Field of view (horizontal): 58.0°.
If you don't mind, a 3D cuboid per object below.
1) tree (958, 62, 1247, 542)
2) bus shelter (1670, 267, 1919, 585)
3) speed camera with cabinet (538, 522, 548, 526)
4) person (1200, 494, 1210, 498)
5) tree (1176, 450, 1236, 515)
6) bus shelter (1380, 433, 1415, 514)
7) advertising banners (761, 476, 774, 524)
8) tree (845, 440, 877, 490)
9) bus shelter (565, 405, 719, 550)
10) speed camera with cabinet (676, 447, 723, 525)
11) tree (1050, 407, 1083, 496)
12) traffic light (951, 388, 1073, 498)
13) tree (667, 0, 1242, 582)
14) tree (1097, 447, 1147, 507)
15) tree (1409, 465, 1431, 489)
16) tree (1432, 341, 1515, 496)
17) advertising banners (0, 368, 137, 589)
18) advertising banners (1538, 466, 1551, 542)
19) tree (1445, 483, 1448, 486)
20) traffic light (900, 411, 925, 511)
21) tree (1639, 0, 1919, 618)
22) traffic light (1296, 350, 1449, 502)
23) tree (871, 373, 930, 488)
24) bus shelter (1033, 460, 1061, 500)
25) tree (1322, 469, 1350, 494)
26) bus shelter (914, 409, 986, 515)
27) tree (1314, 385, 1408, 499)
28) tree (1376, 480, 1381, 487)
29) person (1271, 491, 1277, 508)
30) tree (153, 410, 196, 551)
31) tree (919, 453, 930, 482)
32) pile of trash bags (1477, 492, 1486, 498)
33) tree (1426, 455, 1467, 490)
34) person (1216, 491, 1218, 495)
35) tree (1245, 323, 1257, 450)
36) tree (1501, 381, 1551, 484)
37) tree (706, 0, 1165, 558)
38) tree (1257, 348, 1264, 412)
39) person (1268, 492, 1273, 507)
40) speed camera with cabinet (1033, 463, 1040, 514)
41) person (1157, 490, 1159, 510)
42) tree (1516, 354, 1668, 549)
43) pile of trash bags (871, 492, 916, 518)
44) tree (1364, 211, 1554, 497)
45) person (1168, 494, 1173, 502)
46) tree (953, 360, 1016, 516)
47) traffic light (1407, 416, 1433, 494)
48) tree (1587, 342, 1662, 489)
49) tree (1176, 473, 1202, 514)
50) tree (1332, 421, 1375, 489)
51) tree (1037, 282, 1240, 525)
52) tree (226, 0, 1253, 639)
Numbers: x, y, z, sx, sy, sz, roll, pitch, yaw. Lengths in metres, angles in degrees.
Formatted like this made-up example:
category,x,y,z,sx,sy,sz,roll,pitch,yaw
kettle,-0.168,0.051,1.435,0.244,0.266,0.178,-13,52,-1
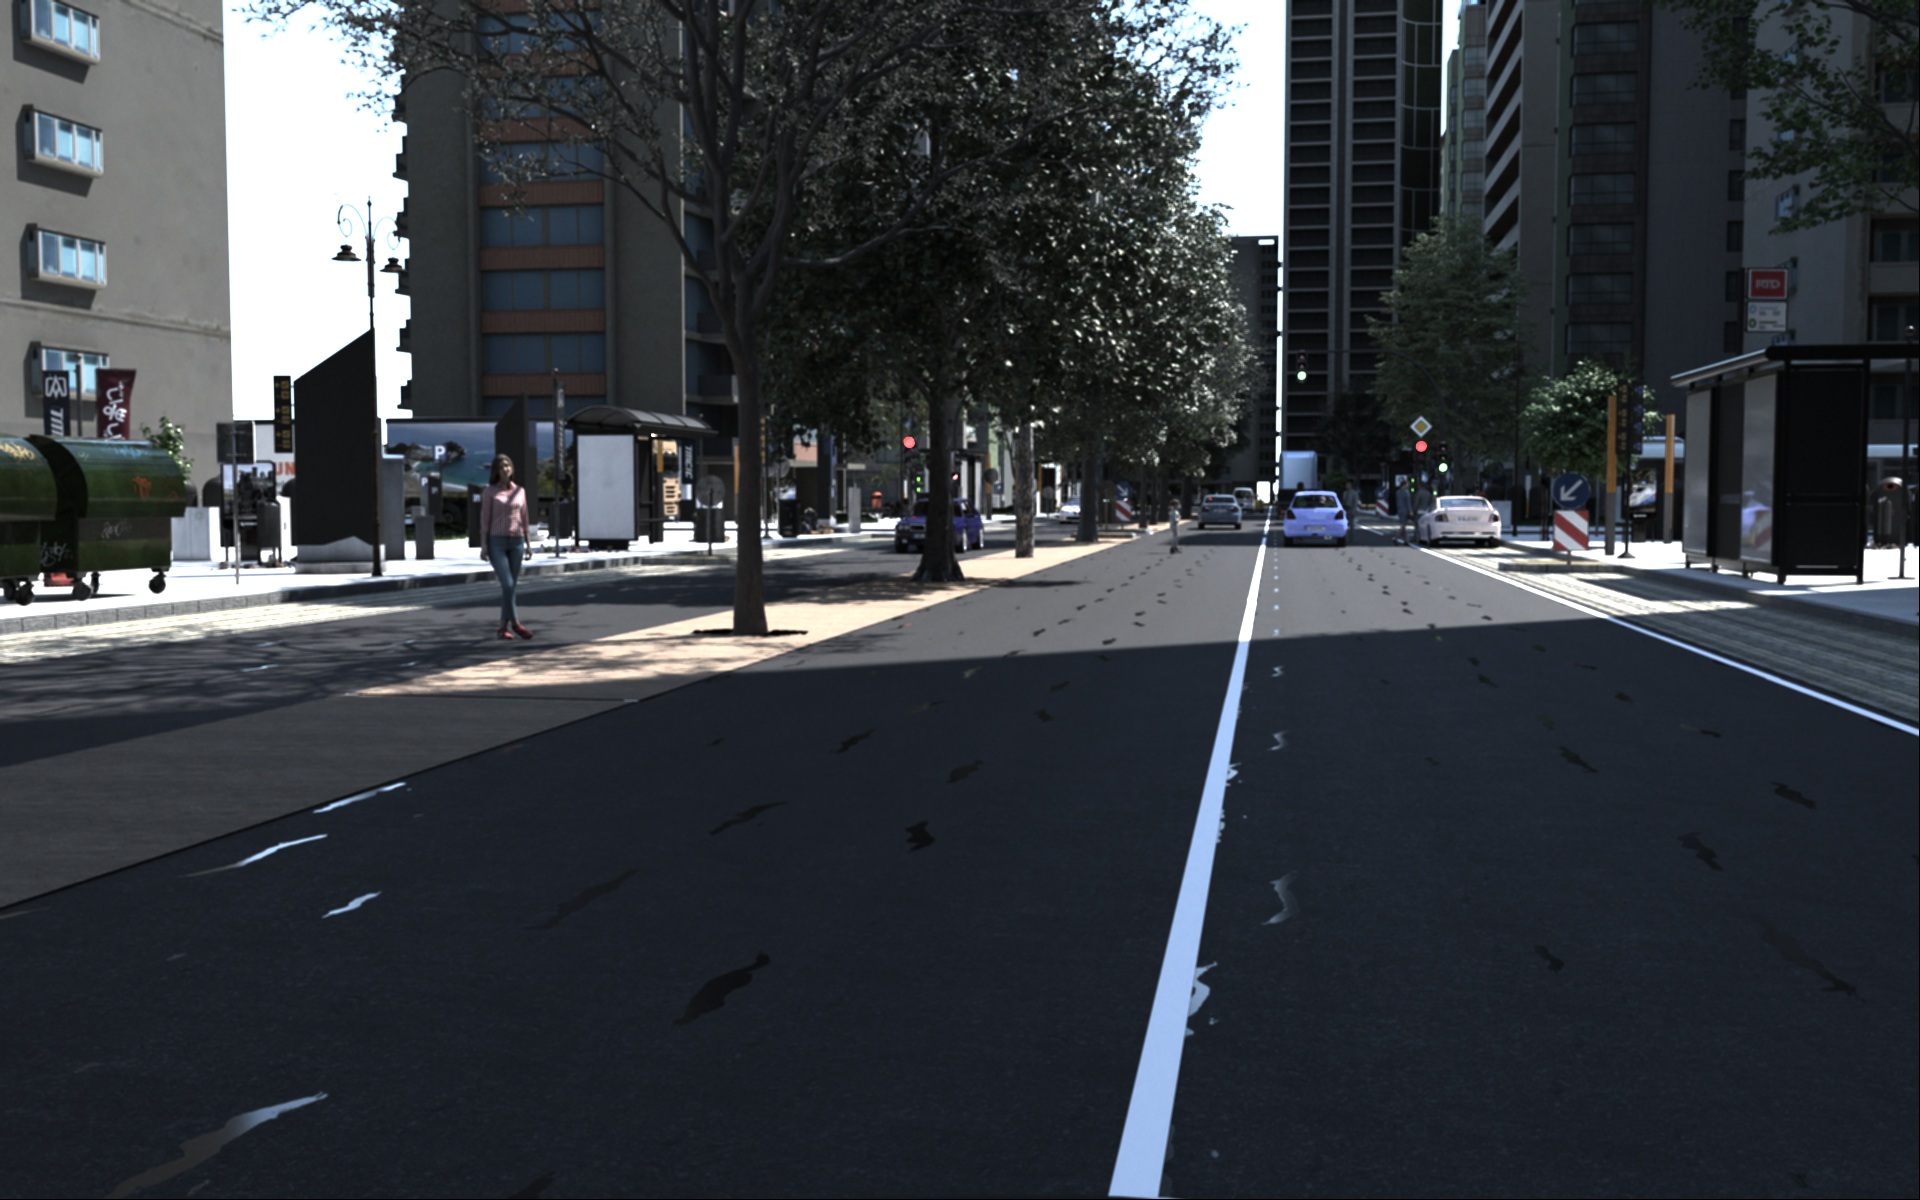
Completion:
category,x,y,z,sx,sy,sz,roll,pitch,yaw
tree,3.823,-8.725,51.769,9.857,13.997,8.962,0,3,0
bus shelter,13.167,-3.110,28.487,2.179,5.291,8.768,1,4,10
speed camera with cabinet,-15.692,-4.547,68.675,2.038,3.252,0.660,1,4,13
person,23.308,-9.498,163.891,1.348,1.812,0.705,1,4,13
tree,15.656,-12.110,118.587,7.486,12.596,7.792,0,3,0
bus shelter,28.357,-8.220,112.028,2.179,5.291,8.768,1,4,10
advertising banners,-8.302,-4.755,73.936,0.090,3.025,2.074,1,4,12
tree,-7.025,-10.092,115.366,4.360,8.622,3.978,0,3,0
bus shelter,-7.662,-2.937,41.944,2.014,3.302,5.546,1,4,10
speed camera with cabinet,-10.975,-4.772,72.362,2.038,3.252,0.660,1,4,12
tree,8.251,-10.910,128.736,4.360,8.622,3.978,0,3,0
traffic light,1.898,-5.507,64.699,4.771,5.953,1.251,1,4,10
tree,-0.316,-6.650,28.189,9.611,12.733,9.660,0,3,0
tree,21.173,-16.232,199.800,7.601,10.594,8.767,3,5,42
tree,26.658,-6.433,99.784,1.663,3.219,1.824,0,3,0
tree,23.248,-7.901,79.551,4.360,8.622,3.978,0,3,0
advertising banners,-12.396,-1.688,23.787,2.074,3.025,0.090,-3,4,-36
advertising banners,15.968,-3.130,47.371,0.090,3.025,2.074,1,4,11
tree,32.287,-7.521,117.562,1.663,3.219,1.824,0,3,0
traffic light,-1.598,-4.175,57.179,0.839,4.253,0.868,1,4,10
tree,10.709,-5.611,17.489,9.928,11.665,9.643,0,3,0
traffic light,12.972,-4.878,54.425,4.771,5.953,1.251,1,4,10
tree,-2.097,-7.351,70.544,4.737,8.622,4.395,0,3,0
bus shelter,5.754,-7.861,119.813,1.731,3.624,6.357,1,4,10
tree,44.465,-13.553,205.300,4.285,4.588,4.351,0,3,0
bus shelter,-0.573,-6.304,80.705,2.179,5.291,8.768,1,4,10
tree,34.203,-13.040,147.615,8.767,10.594,7.601,1,4,21
tree,31.885,-8.263,129.698,1.663,3.219,1.824,0,3,0
person,31.400,-10.014,172.678,0.683,1.767,0.568,-2,4,-28
tree,-18.003,-2.745,39.489,1.663,3.219,1.824,0,3,0
tree,-1.469,-7.893,112.765,4.285,4.588,4.351,0,3,0
pile of trash bags,22.388,-3.999,75.136,1.912,1.369,3.447,0,4,5
tree,34.149,-8.512,122.892,4.285,4.588,4.351,0,3,0
person,30.015,-11.808,201.430,0.599,1.838,0.709,1,4,8
tree,10.501,-11.015,89.202,9.857,13.997,8.962,0,3,0
tree,36.733,-9.801,110.603,4.737,8.622,4.395,0,3,0
tree,0.408,-11.062,39.202,12.611,20.169,13.585,0,3,0
tree,13.024,-11.677,100.023,9.857,13.997,8.962,0,3,0
person,34.406,-11.104,191.526,0.593,1.643,0.415,0,4,4
speed camera with cabinet,4.616,-7.085,110.173,0.660,3.252,2.038,1,4,12
person,17.893,-8.973,155.745,0.750,1.759,0.617,-2,4,-24
tree,14.874,-3.501,40.949,4.285,4.588,4.351,0,3,0
pile of trash bags,-3.496,-5.112,93.326,1.912,1.369,3.447,3,5,41
tree,19.835,-9.307,70.293,7.486,12.596,7.792,0,3,0
person,19.339,-9.072,160.089,1.065,1.426,0.557,-1,4,-11
tree,3.288,-10.815,102.581,9.928,11.665,9.643,0,3,0
traffic light,16.469,-4.473,62.052,0.839,4.253,0.868,1,4,10
tree,32.185,-8.234,84.995,4.737,8.622,4.395,0,3,0
tree,17.246,-10.533,125.036,4.360,8.622,3.978,0,3,0
tree,35.989,-12.688,157.814,4.360,8.622,3.978,0,3,0
tree,8.981,-9.233,79.166,9.928,11.665,9.643,0,3,0
tree,-2.130,-6.375,17.061,12.009,13.543,11.850,0,3,0
